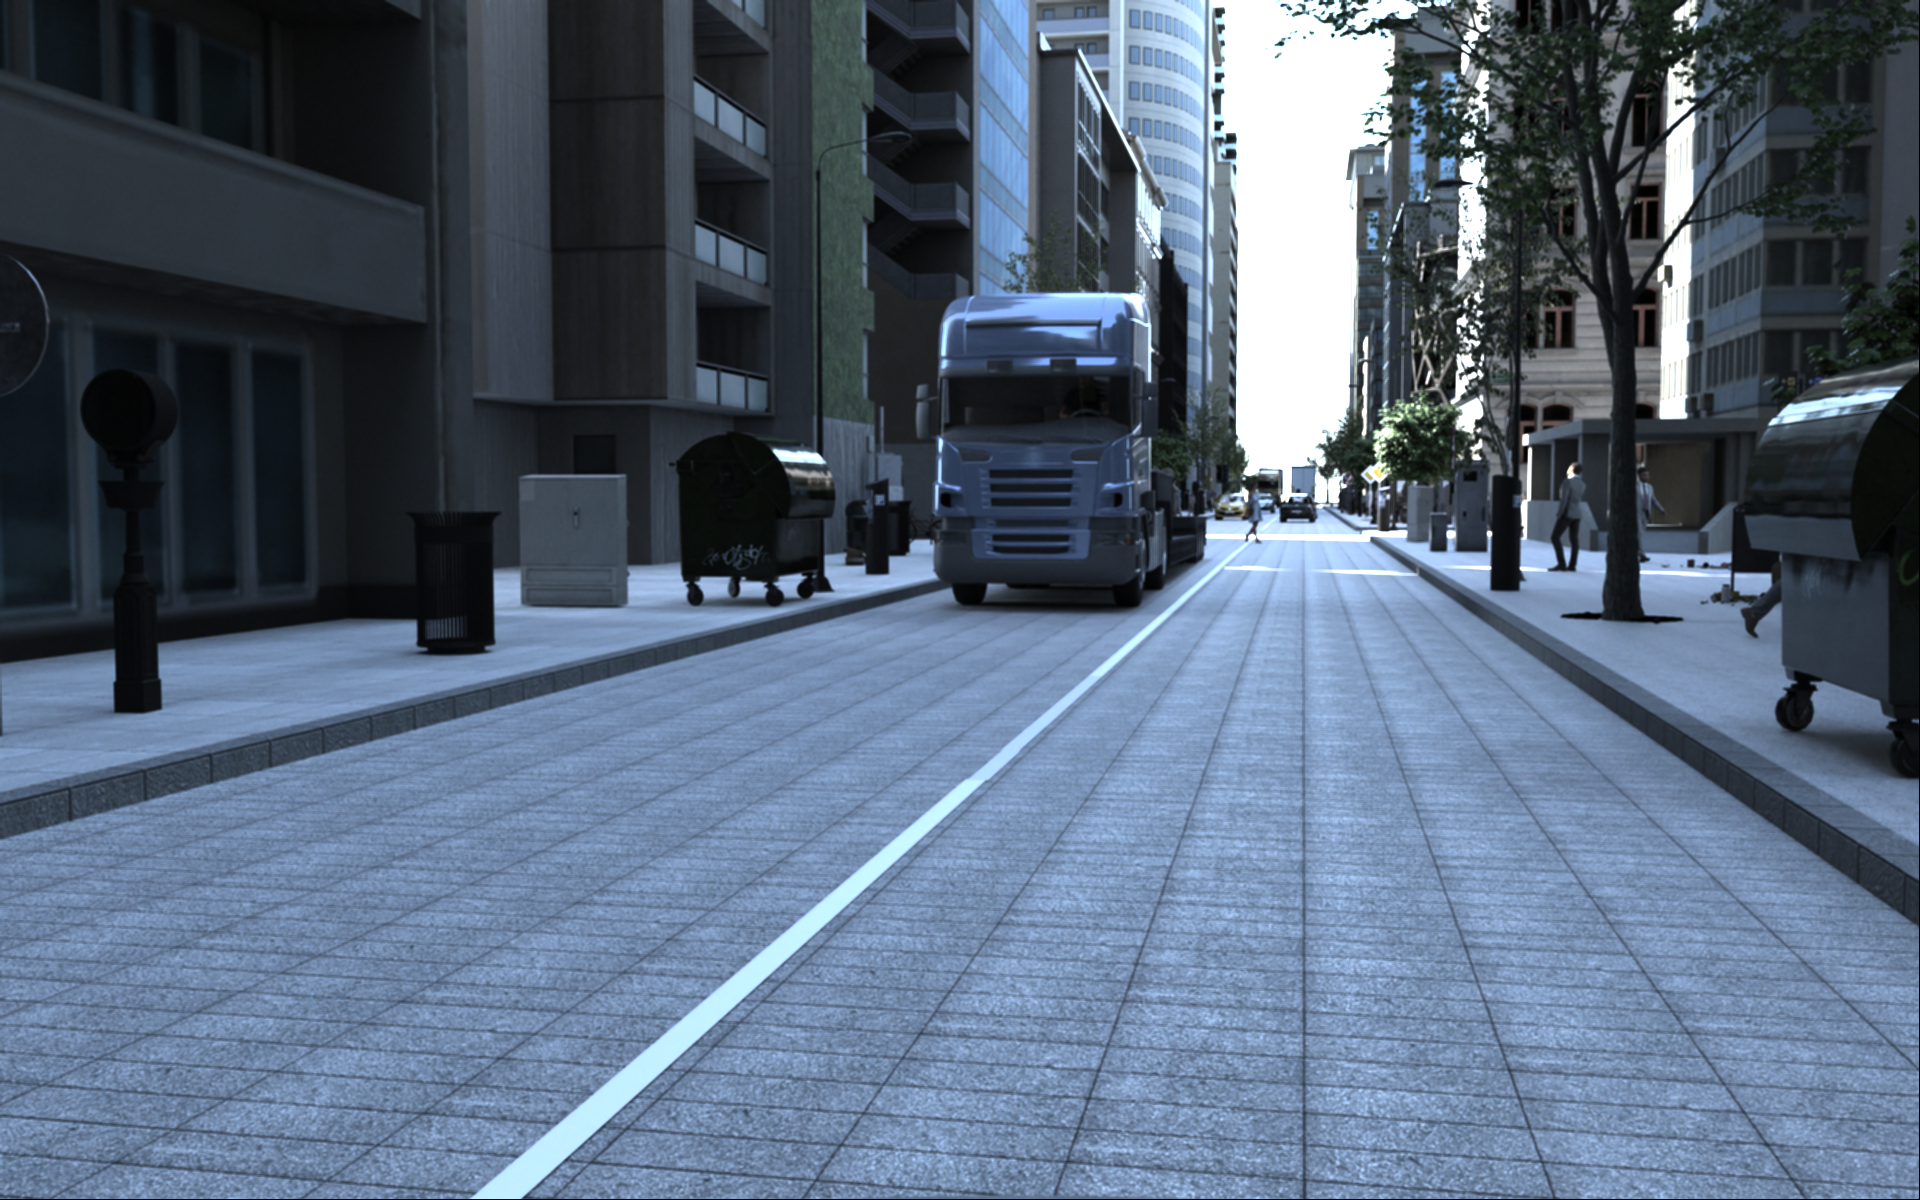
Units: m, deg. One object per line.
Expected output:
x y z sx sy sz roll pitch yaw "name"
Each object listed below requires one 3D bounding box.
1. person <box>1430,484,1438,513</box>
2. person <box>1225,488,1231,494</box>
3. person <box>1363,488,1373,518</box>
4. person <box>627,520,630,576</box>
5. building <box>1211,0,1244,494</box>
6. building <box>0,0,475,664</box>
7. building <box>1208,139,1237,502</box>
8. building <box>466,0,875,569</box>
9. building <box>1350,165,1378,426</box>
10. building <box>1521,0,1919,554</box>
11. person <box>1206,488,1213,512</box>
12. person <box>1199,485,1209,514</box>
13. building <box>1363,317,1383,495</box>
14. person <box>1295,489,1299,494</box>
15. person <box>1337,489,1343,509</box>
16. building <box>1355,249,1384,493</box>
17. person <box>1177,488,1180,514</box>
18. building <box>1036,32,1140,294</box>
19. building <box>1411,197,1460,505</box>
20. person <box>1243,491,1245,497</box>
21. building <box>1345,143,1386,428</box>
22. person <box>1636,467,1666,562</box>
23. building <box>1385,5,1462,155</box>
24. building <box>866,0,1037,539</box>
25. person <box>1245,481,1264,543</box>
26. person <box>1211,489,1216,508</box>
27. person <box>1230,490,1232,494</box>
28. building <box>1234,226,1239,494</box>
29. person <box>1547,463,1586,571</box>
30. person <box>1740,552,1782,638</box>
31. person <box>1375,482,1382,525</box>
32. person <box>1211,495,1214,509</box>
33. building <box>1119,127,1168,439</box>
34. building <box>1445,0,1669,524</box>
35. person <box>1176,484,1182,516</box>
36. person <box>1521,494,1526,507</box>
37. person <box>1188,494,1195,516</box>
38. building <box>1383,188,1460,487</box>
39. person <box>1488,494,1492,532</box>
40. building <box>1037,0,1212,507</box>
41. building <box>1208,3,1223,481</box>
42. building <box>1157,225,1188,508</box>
18.518 -3.811 68.123 0.659 1.850 0.755 -3 5 -42 "person"
22.146 -8.371 143.183 0.678 1.792 0.850 1 4 13 "person"
22.049 -5.274 93.024 0.760 1.731 0.466 1 4 16 "person"
-5.144 -0.943 25.728 0.640 1.303 0.475 2 4 33 "person"
35.203 -59.192 280.467 22.319 86.520 31.000 1 4 11 "building"
-17.643 -23.553 8.794 21.300 48.544 21.600 1 4 11 "building"
27.277 -37.782 241.441 21.300 48.544 21.600 1 4 11 "building"
-10.198 -21.422 33.841 14.154 41.232 14.086 1 4 11 "building"
60.339 -35.760 234.787 14.600 45.320 14.200 1 4 11 "building"
31.213 -21.361 41.130 32.217 40.220 23.993 1 4 11 "building"
17.567 -7.135 123.102 0.834 1.777 0.661 2 4 32 "person"
15.600 -6.448 111.308 0.795 1.843 0.661 0 4 5 "person"
56.842 -20.564 181.253 27.650 21.520 28.899 1 4 11 "building"
25.109 -7.382 129.548 0.532 1.782 0.716 0 4 -1 "person"
33.365 -8.851 151.304 0.990 1.755 0.434 -1 4 -13 "person"
53.720 -26.453 204.204 14.160 30.474 14.107 1 4 11 "building"
13.614 -6.275 108.819 0.466 1.800 0.511 -2 4 -24 "person"
0.734 -16.509 88.982 14.314 24.678 30.058 1 4 11 "building"
35.168 -14.329 101.736 16.820 18.784 16.811 1 4 11 "building"
37.431 -13.581 228.767 0.621 1.740 0.551 1 4 19 "person"
71.047 -40.637 253.658 28.713 52.752 27.495 1 4 11 "building"
12.811 -1.609 32.617 0.678 1.792 0.850 -1 4 -16 "person"
46.601 -31.195 160.155 14.600 45.320 14.200 1 4 11 "building"
-5.588 -24.812 55.787 14.200 45.320 14.600 1 4 11 "building"
8.547 -2.571 50.625 0.616 1.811 0.778 -2 4 -30 "person"
22.881 -9.178 156.651 0.990 1.755 0.434 0 4 6 "person"
33.976 -12.967 218.194 1.348 1.807 0.705 0 4 -3 "person"
34.154 -35.173 258.668 14.154 41.232 14.086 1 4 11 "building"
10.115 -1.383 28.844 0.592 1.802 0.473 -1 4 -18 "person"
7.427 -0.586 15.581 0.822 1.834 0.622 0 4 8 "person"
17.061 -3.915 70.396 0.374 1.781 0.599 2 4 32 "person"
18.500 -7.122 127.494 0.382 1.210 0.505 -1 4 -11 "person"
6.680 -19.482 115.790 12.463 27.353 25.104 1 4 11 "building"
33.452 -17.556 74.437 23.554 28.519 14.401 1 4 11 "building"
11.999 -5.469 95.486 0.581 1.822 0.654 -1 4 -12 "person"
22.021 -3.519 67.828 0.306 1.304 0.590 0 4 4 "person"
12.965 -5.296 96.906 0.475 1.303 0.640 3 4 38 "person"
38.477 -18.726 125.231 14.314 24.678 30.058 1 4 11 "building"
17.660 -3.162 58.147 0.834 1.777 0.661 2 4 25 "person"
11.754 -37.789 159.846 21.231 58.520 28.212 1 4 11 "building"
13.360 -36.624 188.045 28.713 52.752 27.495 1 4 11 "building"
11.144 -18.744 136.148 12.332 23.373 15.834 1 4 11 "building"
